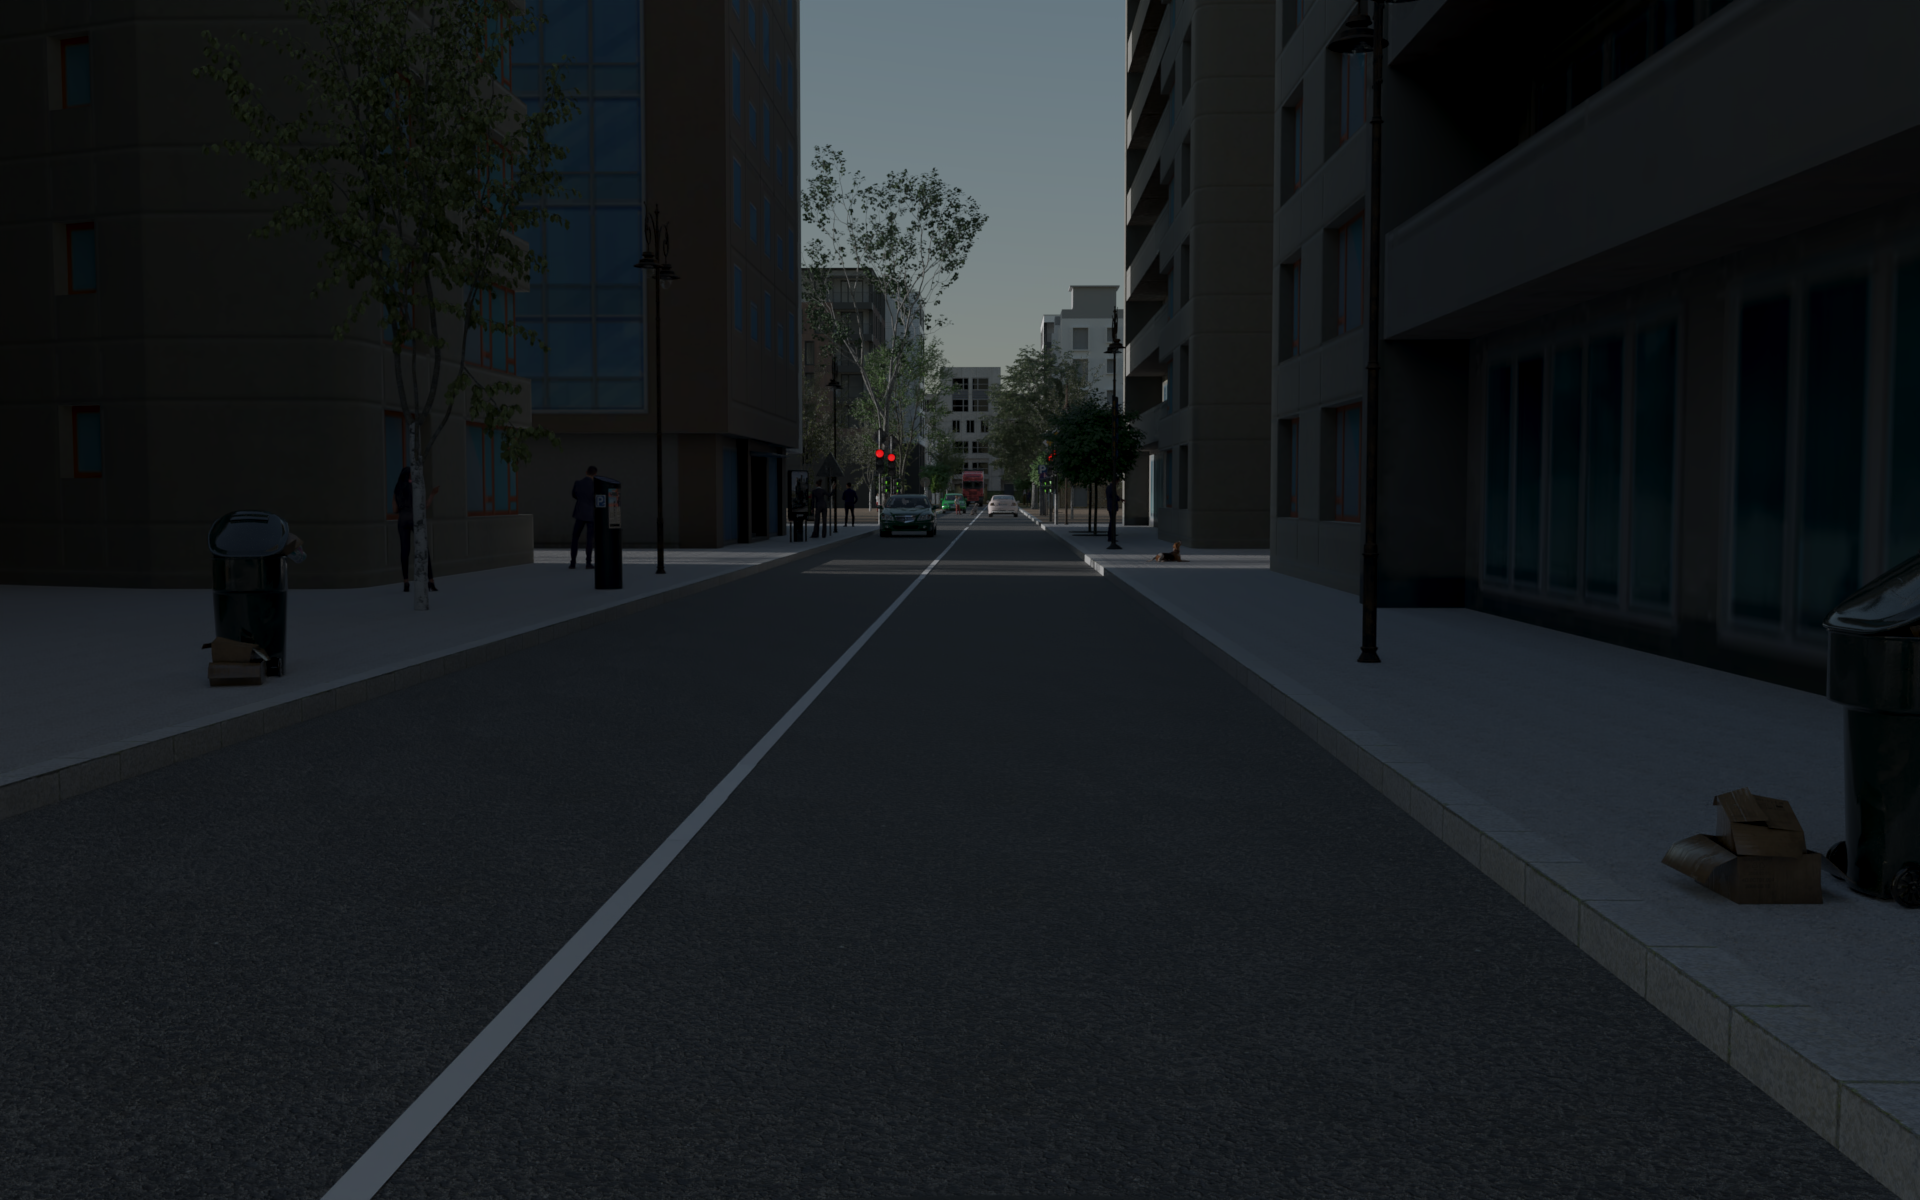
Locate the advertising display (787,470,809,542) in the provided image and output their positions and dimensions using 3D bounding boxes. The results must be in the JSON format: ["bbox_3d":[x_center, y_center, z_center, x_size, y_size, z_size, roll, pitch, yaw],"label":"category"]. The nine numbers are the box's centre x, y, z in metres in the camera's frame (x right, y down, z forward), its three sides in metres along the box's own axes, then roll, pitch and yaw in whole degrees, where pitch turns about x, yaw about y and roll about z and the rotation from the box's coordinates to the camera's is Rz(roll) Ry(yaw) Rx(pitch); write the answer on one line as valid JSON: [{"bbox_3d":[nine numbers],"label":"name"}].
[{"bbox_3d":[-4.325,-2.513,46.304,0.123,1.923,0.974,2,4,23],"label":"advertising display"}]

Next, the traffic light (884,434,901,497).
[{"bbox_3d":[-3.162,-5.625,80.894,0.839,4.253,0.868,0,4,1],"label":"traffic light"}]

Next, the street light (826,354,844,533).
[{"bbox_3d":[-4.132,-5.170,57.317,0.468,5.910,1.993,0,4,1],"label":"street light"}]

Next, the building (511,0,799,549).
[{"bbox_3d":[-12.101,-24.217,46.053,14.600,45.320,14.200,0,4,1],"label":"building"}]

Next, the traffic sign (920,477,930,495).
[{"bbox_3d":[-2.610,-7.919,129.580,0.768,2.556,0.104,0,4,7],"label":"traffic sign"}]

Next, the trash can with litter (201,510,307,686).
[{"bbox_3d":[-4.880,-0.035,11.967,0.624,1.170,1.055,-1,4,-16],"label":"trash can with litter"}]

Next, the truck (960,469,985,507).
[{"bbox_3d":[1.508,-12.880,199.499,2.839,4.237,11.283,0,4,1],"label":"truck"}]

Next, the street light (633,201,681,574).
[{"bbox_3d":[-4.819,-3.359,27.710,0.468,5.910,1.993,0,4,1],"label":"street light"}]

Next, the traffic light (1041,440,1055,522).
[{"bbox_3d":[4.217,-5.616,80.746,0.839,4.253,0.868,0,4,1],"label":"traffic light"}]

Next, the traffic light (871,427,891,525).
[{"bbox_3d":[-3.340,-5.137,72.911,0.839,4.253,0.868,0,4,1],"label":"traffic light"}]

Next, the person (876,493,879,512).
[{"bbox_3d":[-5.819,-6.941,123.435,0.340,1.345,0.435,-2,4,-34],"label":"person"}]

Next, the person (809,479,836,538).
[{"bbox_3d":[-4.009,-2.684,50.731,0.742,1.727,0.445,-3,4,-39],"label":"person"}]

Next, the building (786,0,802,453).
[{"bbox_3d":[-13.193,-23.225,63.327,14.086,41.232,14.154,0,4,1],"label":"building"}]

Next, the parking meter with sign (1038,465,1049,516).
[{"bbox_3d":[5.021,-6.563,103.563,0.543,3.016,1.738,1,4,8],"label":"parking meter with sign"}]

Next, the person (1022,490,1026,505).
[{"bbox_3d":[7.309,-11.724,198.462,0.721,1.736,1.217,-1,4,-18],"label":"person"}]

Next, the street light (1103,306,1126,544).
[{"bbox_3d":[3.803,-4.276,42.701,0.468,5.910,1.993,0,4,1],"label":"street light"}]

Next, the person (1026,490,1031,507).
[{"bbox_3d":[6.996,-10.402,177.033,0.541,1.710,0.530,2,4,25],"label":"person"}]

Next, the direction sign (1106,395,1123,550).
[{"bbox_3d":[3.588,-2.944,40.134,0.379,3.537,0.876,1,4,13],"label":"direction sign"}]

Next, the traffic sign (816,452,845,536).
[{"bbox_3d":[-3.978,-3.248,53.103,0.884,2.594,0.081,0,4,6],"label":"traffic sign"}]

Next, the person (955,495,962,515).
[{"bbox_3d":[-0.114,-6.592,120.188,0.435,1.345,0.340,-3,5,-45],"label":"person"}]

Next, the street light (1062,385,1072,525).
[{"bbox_3d":[4.458,-6.092,72.390,0.468,5.910,1.993,0,4,1],"label":"street light"}]

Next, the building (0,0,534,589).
[{"bbox_3d":[-22.082,-10.548,17.500,27.650,21.520,28.899,0,4,1],"label":"building"}]

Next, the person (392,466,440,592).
[{"bbox_3d":[-7.150,-0.934,22.787,0.593,1.643,0.415,-3,5,-42],"label":"person"}]

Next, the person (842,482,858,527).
[{"bbox_3d":[-4.354,-3.752,68.091,0.576,1.737,0.504,-2,4,-26],"label":"person"}]

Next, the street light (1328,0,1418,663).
[{"bbox_3d":[3.123,-2.462,13.045,0.468,5.910,1.993,0,4,1],"label":"street light"}]

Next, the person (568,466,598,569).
[{"bbox_3d":[-6.412,-1.421,29.732,0.683,1.767,0.568,0,4,6],"label":"person"}]

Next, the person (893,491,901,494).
[{"bbox_3d":[-3.344,-5.225,92.399,0.541,1.710,0.530,-1,4,-14],"label":"person"}]

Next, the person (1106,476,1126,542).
[{"bbox_3d":[4.196,-2.454,46.620,0.568,1.767,0.683,-1,4,-15],"label":"person"}]

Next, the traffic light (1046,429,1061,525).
[{"bbox_3d":[4.040,-5.128,72.763,0.839,4.253,0.868,0,4,1],"label":"traffic light"}]

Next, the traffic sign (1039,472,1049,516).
[{"bbox_3d":[4.952,-6.121,100.185,0.768,2.556,0.104,1,4,9],"label":"traffic sign"}]

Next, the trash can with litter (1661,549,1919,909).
[{"bbox_3d":[2.848,0.362,5.464,1.055,1.170,0.624,0,4,-1],"label":"trash can with litter"}]
